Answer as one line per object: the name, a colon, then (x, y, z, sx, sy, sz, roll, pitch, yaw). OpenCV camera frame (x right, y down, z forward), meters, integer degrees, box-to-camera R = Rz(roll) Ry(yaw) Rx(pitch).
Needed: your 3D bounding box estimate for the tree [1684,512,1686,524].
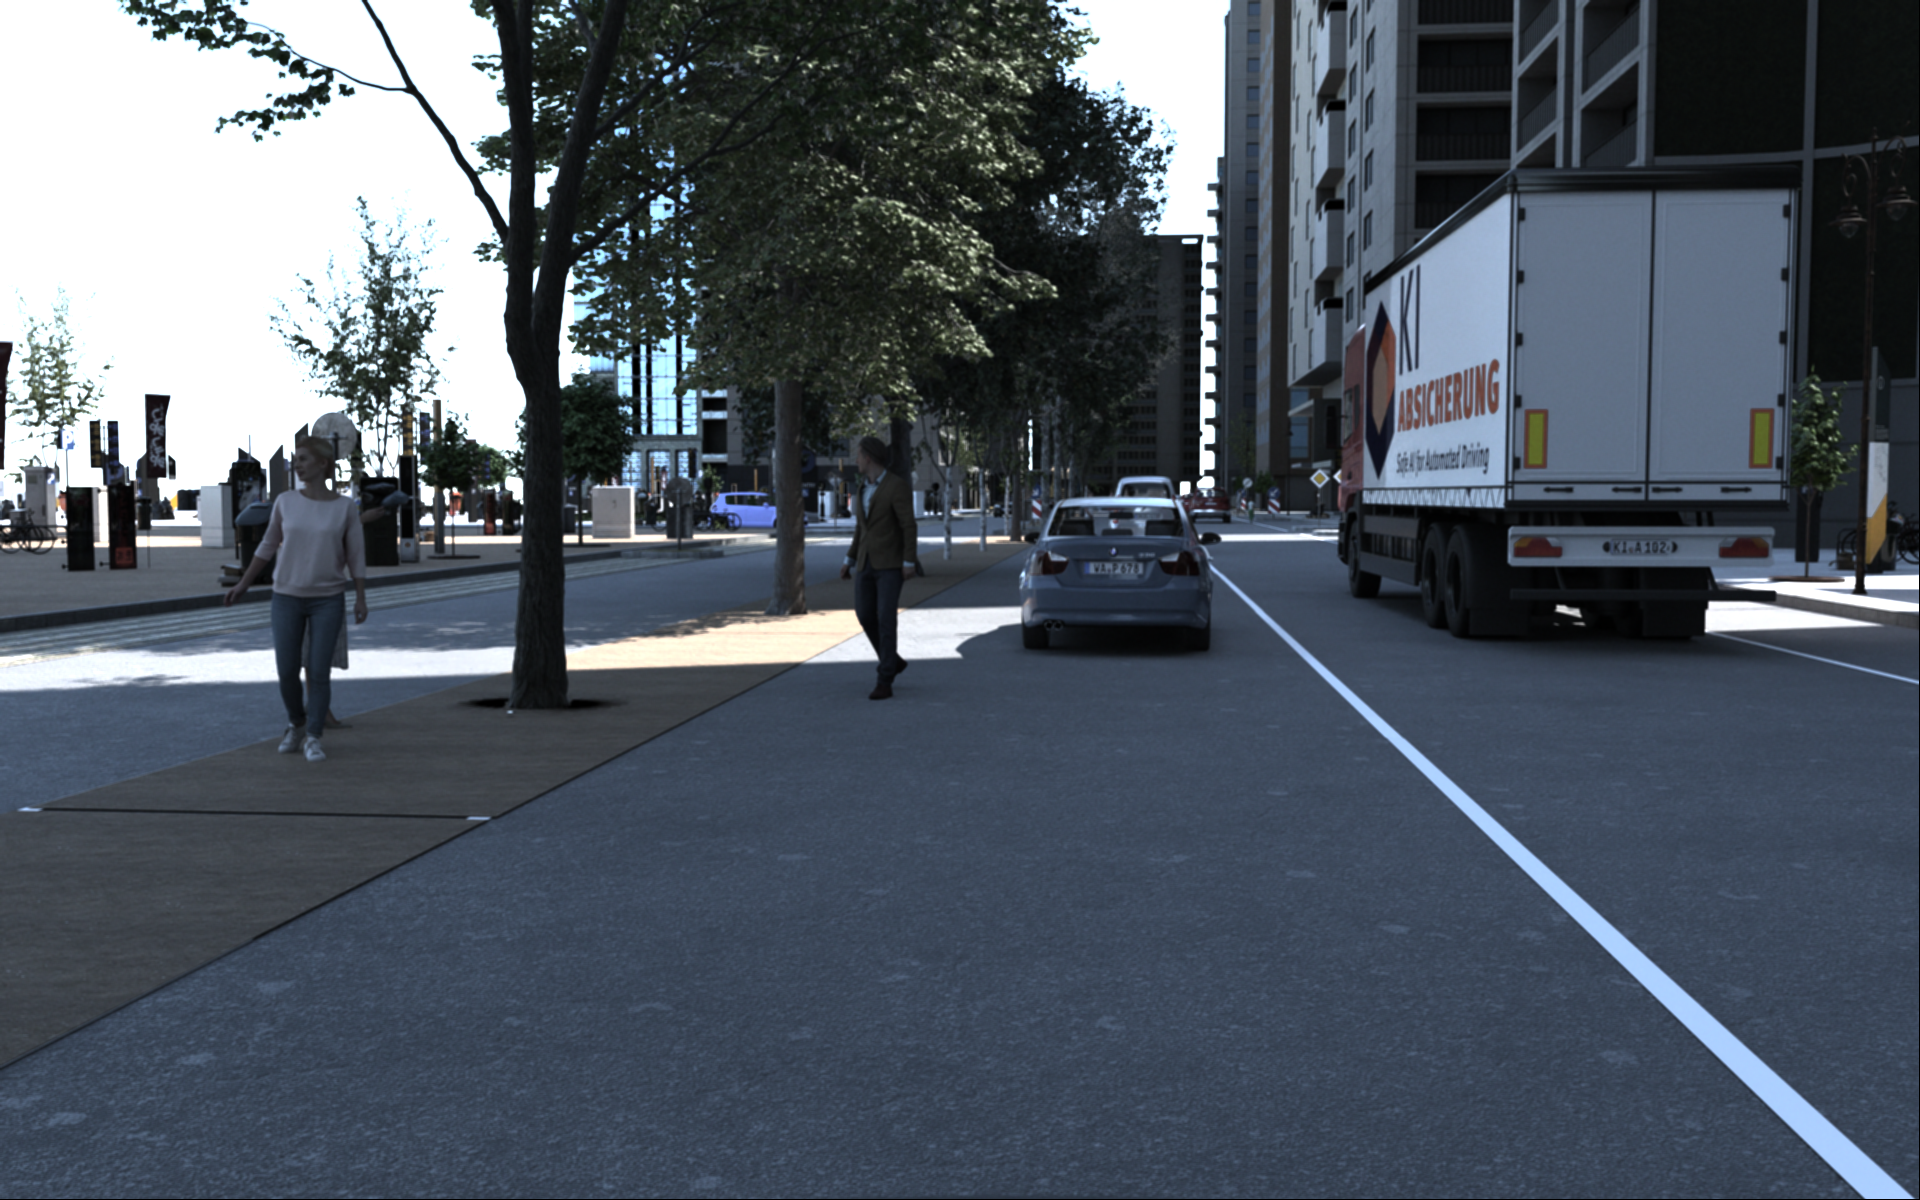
tree: (13.198, -2.260, 31.560, 1.663, 3.219, 1.824, 0, 3, 0)

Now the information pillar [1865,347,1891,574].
information pillar: (14.757, -2.231, 27.840, 0.504, 3.616, 0.183, -3, 4, -36)

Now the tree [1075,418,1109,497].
tree: (9.229, -10.655, 127.023, 4.360, 8.622, 3.978, 0, 3, 0)

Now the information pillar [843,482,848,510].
information pillar: (-6.823, -6.050, 103.404, 0.304, 2.012, 0.304, 0, 4, -4)

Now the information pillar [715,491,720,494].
information pillar: (-19.569, -8.269, 139.697, 0.304, 2.012, 0.304, 0, 4, 3)

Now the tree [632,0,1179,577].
tree: (-1.024, -6.749, 29.810, 9.611, 12.733, 9.660, 0, 3, 0)

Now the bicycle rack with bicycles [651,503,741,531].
bicycle rack with bicycles: (-8.949, -2.872, 60.341, 2.925, 0.926, 2.852, 1, 4, 17)

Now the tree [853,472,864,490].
tree: (-4.517, -5.636, 86.748, 1.663, 3.219, 1.824, 0, 3, 0)

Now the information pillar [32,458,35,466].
information pillar: (-57.390, -7.092, 107.313, 0.183, 3.616, 0.504, -1, 4, -18)

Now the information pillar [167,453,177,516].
information pillar: (-45.263, -6.616, 99.519, 0.183, 3.616, 0.504, 3, 4, 39)

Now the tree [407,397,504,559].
tree: (-10.180, -2.450, 34.654, 1.663, 3.219, 1.824, 0, 3, 0)

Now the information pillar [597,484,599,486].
information pillar: (-26.290, -8.270, 126.576, 0.504, 3.616, 0.183, 1, 4, 23)

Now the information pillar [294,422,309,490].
information pillar: (-21.225, -3.951, 55.949, 0.504, 3.616, 0.183, 0, 4, 3)

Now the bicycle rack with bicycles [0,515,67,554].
bicycle rack with bicycles: (-20.595, -1.443, 36.974, 2.852, 0.926, 2.925, 3, 4, 39)

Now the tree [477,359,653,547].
tree: (-9.228, -3.589, 42.398, 4.285, 4.588, 4.351, 0, 3, 0)

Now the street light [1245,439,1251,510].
street light: (23.545, -10.341, 141.866, 0.468, 5.910, 1.993, 0, 4, 6)

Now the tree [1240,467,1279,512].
tree: (22.087, -8.136, 127.625, 1.663, 3.219, 1.824, 0, 3, 0)

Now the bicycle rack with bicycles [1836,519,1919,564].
bicycle rack with bicycles: (17.884, -1.170, 32.514, 2.925, 0.926, 2.852, 1, 4, 15)

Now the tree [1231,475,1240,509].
tree: (24.505, -9.558, 150.875, 1.663, 3.219, 1.824, 0, 3, 0)

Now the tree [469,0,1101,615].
tree: (-2.096, -6.117, 20.591, 7.486, 12.596, 7.792, 0, 3, 0)

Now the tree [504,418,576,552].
tree: (-9.223, -2.671, 38.267, 1.663, 3.219, 1.824, 0, 3, 0)

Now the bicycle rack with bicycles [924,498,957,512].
bicycle rack with bicycles: (-1.584, -7.925, 142.958, 2.852, 0.926, 2.925, 0, 4, -6)

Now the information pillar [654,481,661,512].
information pillar: (-16.521, -5.510, 94.579, 0.304, 2.012, 0.304, -2, 4, -35)

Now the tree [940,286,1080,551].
tree: (0.599, -5.505, 42.828, 4.737, 8.622, 4.395, 0, 3, 0)

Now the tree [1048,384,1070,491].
tree: (1.618, -6.527, 59.536, 4.360, 8.622, 3.978, 0, 3, 0)

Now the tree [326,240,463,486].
tree: (-16.689, -6.144, 50.813, 4.360, 8.622, 3.978, 0, 3, 0)

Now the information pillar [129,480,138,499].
information pillar: (-41.806, -5.086, 87.656, 0.304, 2.012, 0.304, 0, 4, -3)

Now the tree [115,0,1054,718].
tree: (-2.727, -5.072, 11.139, 9.928, 11.665, 9.643, 0, 3, 0)

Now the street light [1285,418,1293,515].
street light: (19.875, -8.067, 104.686, 0.468, 5.910, 1.993, 0, 4, 6)

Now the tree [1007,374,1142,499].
tree: (6.126, -9.863, 98.137, 8.767, 10.594, 7.601, 0, 4, 6)

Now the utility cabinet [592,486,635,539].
utility cabinet: (-9.874, -2.485, 49.302, 1.173, 1.500, 0.318, 1, 4, 12)

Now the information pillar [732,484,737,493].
information pillar: (-16.580, -7.506, 127.214, 0.304, 2.012, 0.304, 0, 3, 0)

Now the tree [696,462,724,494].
tree: (-15.069, -6.639, 103.145, 1.663, 3.219, 1.824, 0, 3, 0)

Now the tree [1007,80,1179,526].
tree: (2.539, -13.242, 74.852, 12.611, 20.169, 13.585, 0, 3, 0)

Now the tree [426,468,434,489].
tree: (-31.308, -7.518, 106.627, 4.285, 4.588, 4.351, 0, 3, 0)

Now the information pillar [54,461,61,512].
information pillar: (-64.693, -8.122, 124.143, 0.504, 3.616, 0.183, 1, 4, 15)

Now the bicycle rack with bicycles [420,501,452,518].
bicycle rack with bicycles: (-29.354, -4.939, 94.127, 2.925, 0.926, 2.852, 3, 4, 38)

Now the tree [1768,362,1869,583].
tree: (12.606, -1.888, 25.469, 1.663, 3.219, 1.824, 0, 3, 0)

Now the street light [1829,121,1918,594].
street light: (11.534, -3.012, 22.027, 0.468, 5.910, 1.993, 0, 4, 6)

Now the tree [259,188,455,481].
tree: (-14.103, -5.569, 41.421, 4.737, 8.622, 4.395, 0, 3, 0)

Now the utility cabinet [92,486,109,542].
utility cabinet: (-22.831, -2.298, 46.246, 0.318, 1.500, 1.173, 0, 4, 2)

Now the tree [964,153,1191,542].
tree: (1.682, -8.455, 51.070, 12.009, 13.543, 11.850, 0, 3, 0)

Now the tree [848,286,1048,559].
tree: (-0.256, -5.194, 37.737, 4.360, 8.622, 3.978, 0, 3, 0)

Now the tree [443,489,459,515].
tree: (-27.048, -7.016, 98.425, 4.285, 4.588, 4.351, 0, 3, 0)

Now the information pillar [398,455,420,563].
information pillar: (-10.277, -1.701, 32.296, 0.304, 2.012, 0.304, 0, 4, -4)

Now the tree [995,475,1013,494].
tree: (4.203, -10.800, 171.174, 1.663, 3.219, 1.824, 0, 3, 0)

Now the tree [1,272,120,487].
tree: (-30.489, -6.587, 58.067, 4.737, 8.622, 4.395, 0, 3, 0)

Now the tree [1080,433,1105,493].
tree: (9.360, -10.958, 131.986, 4.737, 8.622, 4.395, 0, 3, 0)

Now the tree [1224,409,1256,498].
tree: (24.469, -12.038, 147.186, 4.737, 8.622, 4.395, 0, 3, 0)

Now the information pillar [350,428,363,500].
information pillar: (-19.509, -3.952, 55.976, 0.183, 3.616, 0.504, 2, 4, 26)

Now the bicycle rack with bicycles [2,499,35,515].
bicycle rack with bicycles: (-66.842, -6.671, 122.446, 2.852, 0.926, 2.925, -3, 4, -38)
